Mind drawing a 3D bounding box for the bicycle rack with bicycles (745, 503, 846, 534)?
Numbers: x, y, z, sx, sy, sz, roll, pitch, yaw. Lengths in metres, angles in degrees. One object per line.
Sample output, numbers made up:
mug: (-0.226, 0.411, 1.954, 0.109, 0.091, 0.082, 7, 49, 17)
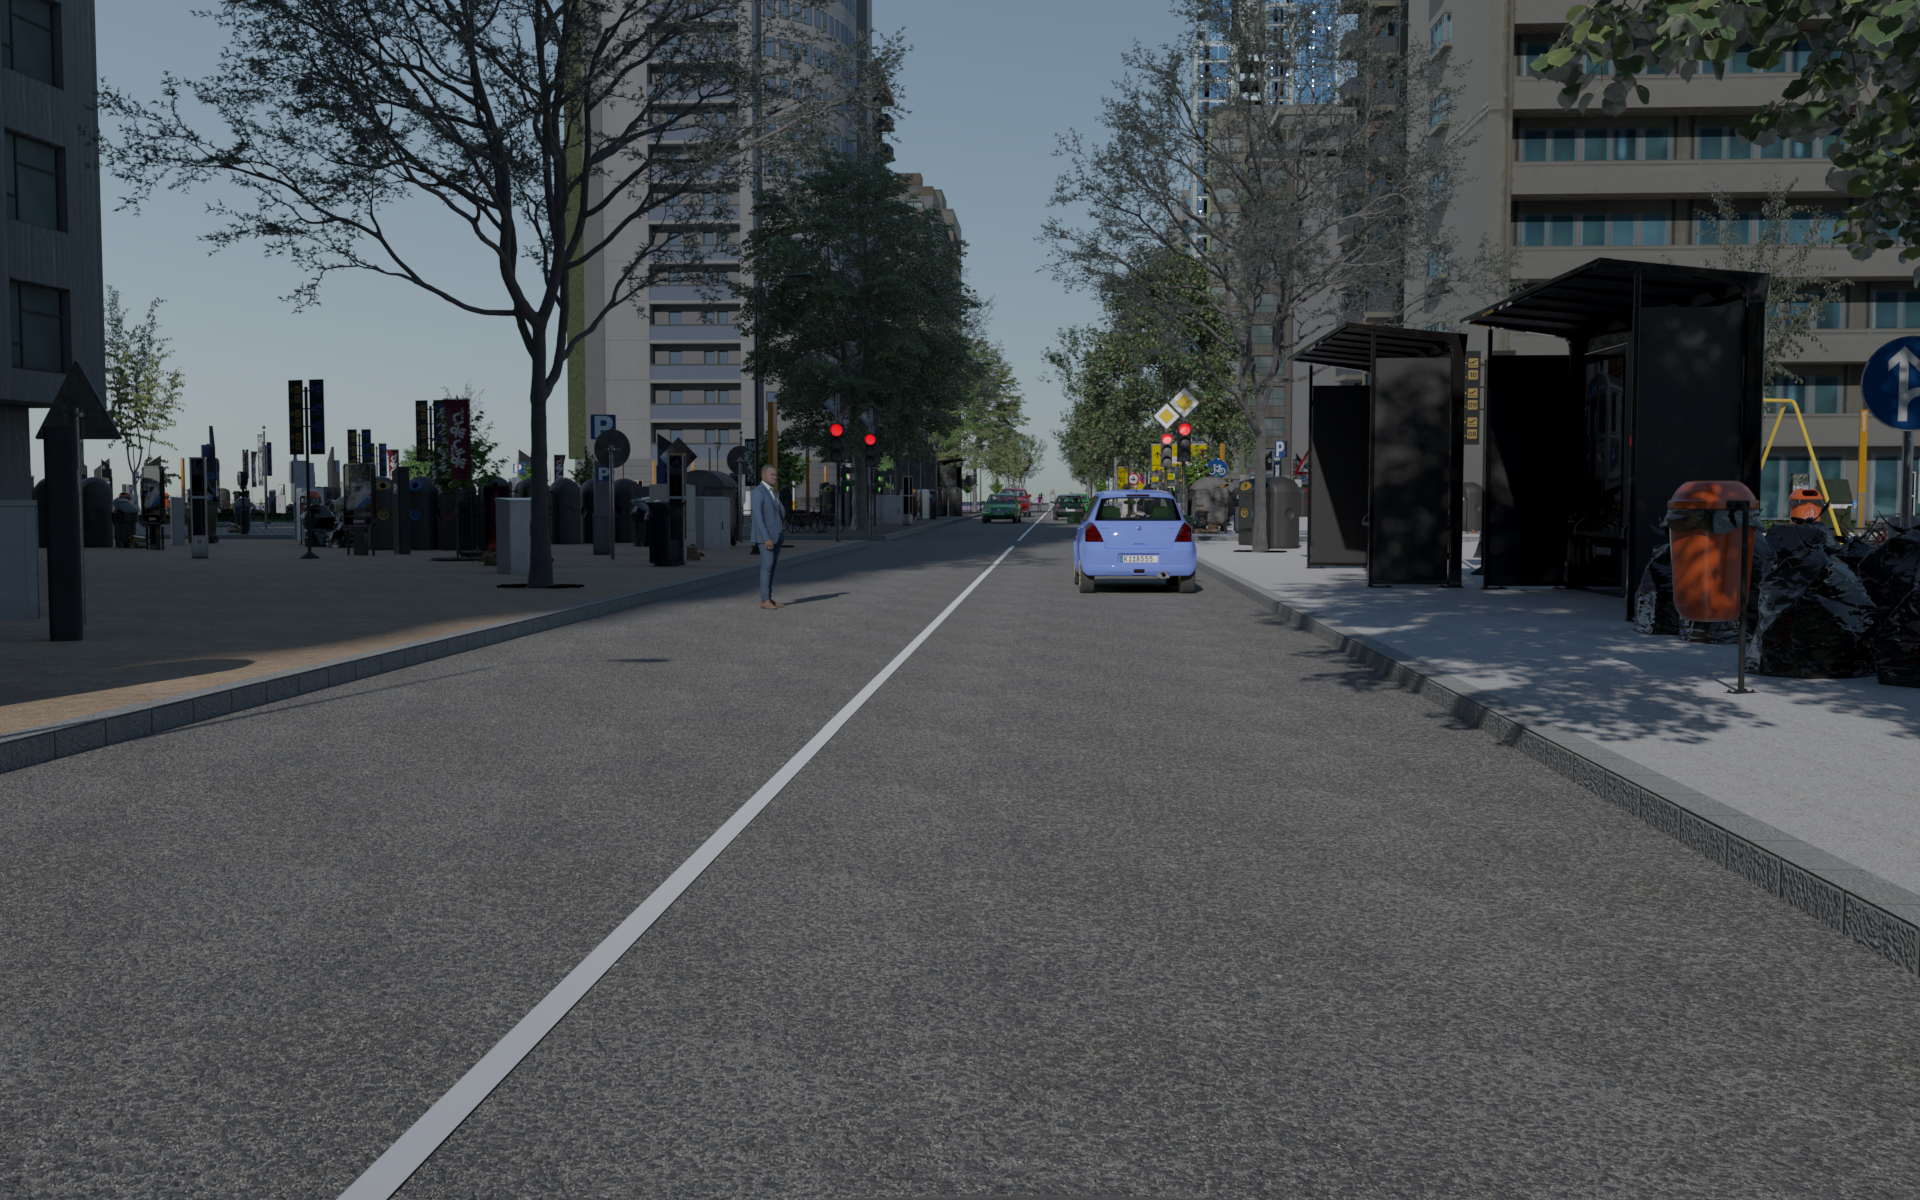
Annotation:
bicycle rack with bicycles: (-5.080, -2.709, 57.679, 2.925, 0.926, 2.852, -3, 4, -36)

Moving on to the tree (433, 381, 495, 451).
tree: (-32.414, -9.927, 112.664, 4.360, 8.622, 3.978, 0, 3, 0)

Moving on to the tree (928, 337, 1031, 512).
tree: (1.489, -12.698, 125.731, 7.486, 12.596, 7.792, 0, 3, 0)

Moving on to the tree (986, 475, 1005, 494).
tree: (3.717, -10.865, 172.239, 1.663, 3.219, 1.824, 0, 3, 0)

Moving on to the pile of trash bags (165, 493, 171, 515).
pile of trash bags: (-47.051, -5.666, 102.387, 1.912, 1.369, 3.447, -2, 4, -29)

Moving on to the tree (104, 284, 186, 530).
tree: (-28.981, -6.743, 60.607, 4.737, 8.622, 4.395, 0, 3, 0)

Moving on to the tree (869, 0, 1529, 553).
tree: (6.523, -7.781, 37.597, 12.009, 13.543, 11.850, 0, 3, 0)

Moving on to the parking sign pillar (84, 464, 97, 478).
parking sign pillar: (-57.201, -7.562, 112.107, 1.447, 3.967, 1.447, 0, 4, 3)

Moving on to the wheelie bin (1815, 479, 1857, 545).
wheelie bin: (18.363, -1.754, 36.586, 0.980, 1.594, 0.693, 0, 4, 6)

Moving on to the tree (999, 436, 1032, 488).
tree: (6.041, -16.528, 220.589, 4.360, 8.622, 3.978, 0, 3, 0)

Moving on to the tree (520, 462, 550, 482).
tree: (-22.338, -5.888, 90.873, 1.663, 3.219, 1.824, 0, 3, 0)

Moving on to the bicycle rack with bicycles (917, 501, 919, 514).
bicycle rack with bicycles: (-1.876, -5.757, 107.507, 2.852, 0.926, 2.925, 1, 4, 9)

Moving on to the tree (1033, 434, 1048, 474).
tree: (10.491, -22.172, 288.259, 9.928, 11.665, 9.643, 0, 3, 0)

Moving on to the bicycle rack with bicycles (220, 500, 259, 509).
bicycle rack with bicycles: (-48.631, -6.196, 114.688, 2.852, 0.926, 2.925, 3, 5, 44)

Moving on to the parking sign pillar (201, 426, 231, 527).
parking sign pillar: (-29.353, -4.847, 67.727, 1.447, 3.967, 1.447, -2, 4, -26)

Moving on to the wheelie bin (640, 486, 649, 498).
wheelie bin: (-12.557, -3.734, 68.959, 0.980, 1.594, 0.693, -1, 4, -16)

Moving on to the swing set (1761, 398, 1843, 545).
swing set: (12.438, -1.870, 28.191, 3.119, 2.851, 2.862, -1, 4, -18)

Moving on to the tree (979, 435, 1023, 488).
tree: (3.979, -14.706, 190.797, 4.737, 8.622, 4.395, 0, 3, 0)

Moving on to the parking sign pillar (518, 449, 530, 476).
parking sign pillar: (-25.906, -7.093, 104.439, 1.447, 3.967, 1.447, -2, 4, -31)

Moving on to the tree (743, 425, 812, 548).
tree: (-4.383, -2.878, 41.654, 1.663, 3.219, 1.824, 0, 3, 0)

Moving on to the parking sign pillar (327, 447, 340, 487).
parking sign pillar: (-35.805, -6.759, 98.989, 1.447, 3.967, 1.447, -2, 4, -31)

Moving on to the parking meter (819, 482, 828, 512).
parking meter: (-6.564, -4.757, 83.483, 0.399, 1.863, 0.255, -3, 5, -42)

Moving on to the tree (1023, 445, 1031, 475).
tree: (6.151, -15.550, 204.604, 4.737, 8.622, 4.395, 0, 3, 0)

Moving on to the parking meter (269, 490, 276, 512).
parking meter: (-38.371, -5.399, 96.680, 0.372, 1.533, 0.369, 0, 3, 0)

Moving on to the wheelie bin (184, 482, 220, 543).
wheelie bin: (-19.707, -2.269, 45.008, 0.980, 1.594, 0.693, 2, 4, 32)

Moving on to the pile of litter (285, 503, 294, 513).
pile of litter: (-32.193, -4.197, 82.583, 1.176, 0.858, 1.719, 1, 4, 21)

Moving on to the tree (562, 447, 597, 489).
tree: (-15.324, -4.696, 71.377, 1.663, 3.219, 1.824, 0, 3, 0)

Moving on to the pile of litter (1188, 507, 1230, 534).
pile of litter: (7.879, -2.572, 56.017, 1.719, 0.858, 1.176, 1, 4, 15)

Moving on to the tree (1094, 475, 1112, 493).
tree: (13.857, -10.759, 170.516, 1.663, 3.219, 1.824, 0, 3, 0)

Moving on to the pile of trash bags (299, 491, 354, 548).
pile of trash bags: (-15.374, -2.017, 42.737, 3.447, 1.369, 1.912, 3, 5, 43)

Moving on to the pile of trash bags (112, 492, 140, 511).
pile of trash bags: (-61.305, -7.245, 128.212, 3.447, 1.369, 1.912, -3, 5, -43)

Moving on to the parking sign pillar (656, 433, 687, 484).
parking sign pillar: (-12.721, -5.381, 76.456, 1.447, 3.967, 1.447, 0, 4, 2)

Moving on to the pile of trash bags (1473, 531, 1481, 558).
pile of trash bags: (12.160, -1.558, 35.230, 3.447, 1.369, 1.912, -3, 4, -36)

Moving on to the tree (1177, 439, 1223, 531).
tree: (8.490, -4.073, 61.203, 1.663, 3.219, 1.824, 0, 3, 0)

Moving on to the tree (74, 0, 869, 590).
tree: (-5.735, -6.918, 23.473, 12.009, 13.543, 11.850, 0, 3, 0)

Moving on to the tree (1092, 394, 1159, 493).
tree: (11.734, -9.996, 113.789, 4.360, 8.622, 3.978, 0, 3, 0)

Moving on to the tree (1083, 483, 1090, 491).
tree: (21.869, -20.458, 284.854, 4.360, 8.622, 3.978, 0, 3, 0)

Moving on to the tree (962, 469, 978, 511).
tree: (0.690, -8.538, 134.196, 1.663, 3.219, 1.824, 0, 3, 0)

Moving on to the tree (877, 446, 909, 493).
tree: (-4.092, -8.048, 115.297, 4.285, 4.588, 4.351, 0, 3, 0)

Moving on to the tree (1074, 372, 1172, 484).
tree: (11.827, -11.457, 121.729, 8.767, 10.594, 7.601, -1, 4, -16)

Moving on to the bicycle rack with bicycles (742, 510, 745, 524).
bicycle rack with bicycles: (-7.753, -3.678, 73.521, 2.852, 0.926, 2.925, 3, 4, 36)

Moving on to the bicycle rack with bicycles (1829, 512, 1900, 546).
bicycle rack with bicycles: (17.889, -1.230, 33.486, 2.925, 0.926, 2.852, -1, 4, -12)

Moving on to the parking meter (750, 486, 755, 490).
parking meter: (-15.397, -7.523, 128.709, 0.399, 1.863, 0.255, 1, 4, 14)

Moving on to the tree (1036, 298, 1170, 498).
tree: (12.984, -18.200, 153.456, 12.611, 20.169, 13.585, 0, 3, 0)

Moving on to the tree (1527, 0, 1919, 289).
tree: (4.927, -6.062, 5.764, 9.857, 13.997, 8.962, 0, 3, 0)

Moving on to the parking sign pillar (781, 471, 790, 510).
parking sign pillar: (-9.186, -6.014, 86.800, 1.447, 3.967, 1.447, -3, 4, -36)

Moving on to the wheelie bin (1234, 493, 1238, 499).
wheelie bin: (15.457, -5.354, 95.438, 0.693, 1.594, 0.980, 1, 4, 9)

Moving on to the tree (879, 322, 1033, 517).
tree: (-1.611, -10.606, 99.166, 9.928, 11.665, 9.643, 0, 3, 0)

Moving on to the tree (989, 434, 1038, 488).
tree: (7.239, -18.531, 237.399, 7.601, 10.594, 8.767, 0, 4, 2)

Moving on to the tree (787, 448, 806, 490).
tree: (-12.173, -8.380, 120.724, 4.285, 4.588, 4.351, 0, 3, 0)

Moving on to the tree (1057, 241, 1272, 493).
tree: (9.040, -9.766, 76.682, 9.611, 12.733, 9.660, 0, 3, 0)

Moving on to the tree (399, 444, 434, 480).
tree: (-31.896, -7.306, 103.170, 4.285, 4.588, 4.351, 0, 3, 0)

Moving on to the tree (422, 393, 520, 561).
tree: (-9.681, -2.362, 33.225, 1.663, 3.219, 1.824, 0, 3, 0)

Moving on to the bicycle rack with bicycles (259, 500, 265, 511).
bicycle rack with bicycles: (-52.608, -7.229, 131.583, 2.925, 0.926, 2.852, -2, 4, -35)

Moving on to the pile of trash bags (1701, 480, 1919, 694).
pile of trash bags: (6.237, -0.132, 11.916, 3.447, 1.369, 1.912, -2, 4, -24)

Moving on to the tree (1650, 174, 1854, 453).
tree: (17.904, -5.447, 39.415, 4.360, 8.622, 3.978, 0, 3, 0)
